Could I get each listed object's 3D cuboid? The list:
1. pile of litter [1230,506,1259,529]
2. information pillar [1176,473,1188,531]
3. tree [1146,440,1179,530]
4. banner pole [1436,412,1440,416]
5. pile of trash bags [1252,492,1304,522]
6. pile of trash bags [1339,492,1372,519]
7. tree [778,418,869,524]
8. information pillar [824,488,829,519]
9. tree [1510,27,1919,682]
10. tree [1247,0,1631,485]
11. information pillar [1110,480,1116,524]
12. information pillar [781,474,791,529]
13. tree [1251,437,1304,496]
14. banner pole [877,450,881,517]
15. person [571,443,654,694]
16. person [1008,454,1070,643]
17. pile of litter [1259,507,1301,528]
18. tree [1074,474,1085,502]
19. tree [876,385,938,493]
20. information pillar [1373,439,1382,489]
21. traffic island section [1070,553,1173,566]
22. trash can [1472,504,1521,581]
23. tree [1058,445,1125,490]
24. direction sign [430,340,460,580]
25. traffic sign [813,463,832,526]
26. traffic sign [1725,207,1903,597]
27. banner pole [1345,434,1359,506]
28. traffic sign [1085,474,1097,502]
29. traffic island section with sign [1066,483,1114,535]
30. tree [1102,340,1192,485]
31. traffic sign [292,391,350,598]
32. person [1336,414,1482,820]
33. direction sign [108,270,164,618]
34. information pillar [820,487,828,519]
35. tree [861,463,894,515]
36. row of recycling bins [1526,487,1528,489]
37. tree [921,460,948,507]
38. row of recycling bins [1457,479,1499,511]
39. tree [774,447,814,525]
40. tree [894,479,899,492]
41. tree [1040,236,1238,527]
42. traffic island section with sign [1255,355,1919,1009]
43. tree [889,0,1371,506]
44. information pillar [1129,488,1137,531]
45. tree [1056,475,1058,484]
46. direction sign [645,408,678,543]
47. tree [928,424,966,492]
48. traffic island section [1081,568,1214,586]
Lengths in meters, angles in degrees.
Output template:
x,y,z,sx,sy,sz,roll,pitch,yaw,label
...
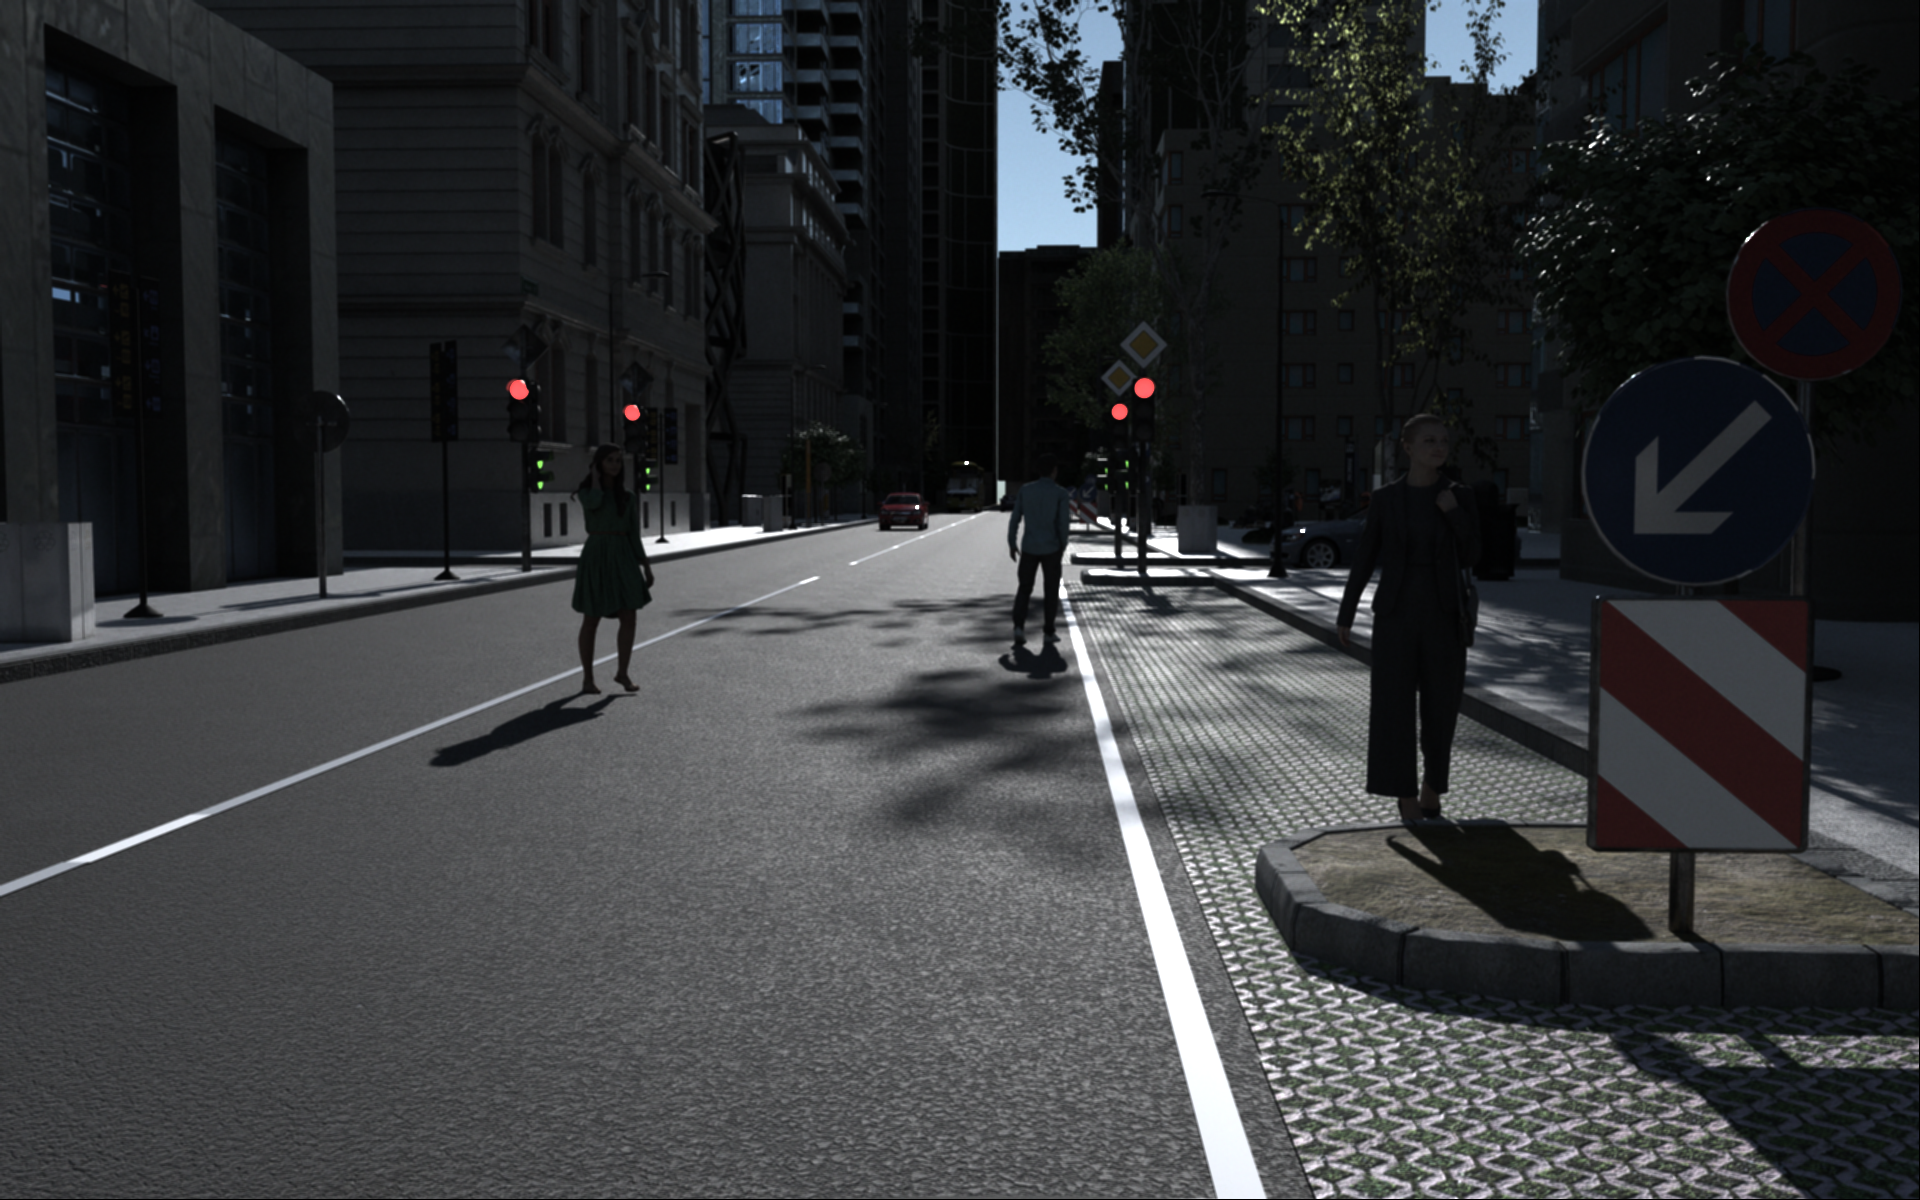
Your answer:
x,y,z,sx,sy,sz,roll,pitch,yaw,label
10.926,-3.098,64.614,1.719,0.858,1.176,1,4,10,pile of litter
7.704,-3.404,60.147,0.304,2.012,0.304,-1,4,-14,information pillar
7.456,-4.145,62.372,1.663,3.219,1.824,0,3,0,tree
14.289,-3.819,52.460,0.863,3.779,0.401,-2,4,-34,banner pole
15.012,-4.353,80.928,1.912,1.369,3.447,3,5,42,pile of trash bags
15.558,-3.480,66.658,1.912,1.369,3.447,1,4,14,pile of trash bags
-6.142,-5.559,74.605,4.285,4.588,4.351,0,3,0,tree
-6.857,-5.155,88.772,0.304,2.012,0.304,0,4,-7,information pillar
5.621,-1.753,12.380,4.285,4.588,4.351,0,3,0,tree
5.501,-4.328,21.130,4.360,8.622,3.978,0,3,0,tree
6.595,-4.258,74.109,0.304,2.012,0.304,1,4,15,information pillar
-6.463,-3.673,64.545,0.304,2.012,0.304,3,4,37,information pillar
10.693,-3.941,59.044,1.663,3.219,1.824,0,3,0,tree
-4.636,-6.671,99.085,0.401,3.779,0.863,-1,4,-17,banner pole
-2.525,-0.226,12.449,0.529,1.795,0.600,3,5,42,person
0.743,-0.500,16.692,0.660,1.820,0.620,1,4,20,person
10.797,-2.600,56.474,1.719,0.858,1.176,0,4,-1,pile of litter
10.334,-9.308,146.780,1.663,3.219,1.824,0,3,0,tree
-3.567,-10.235,117.705,4.360,8.622,3.978,0,3,0,tree
17.626,-5.006,73.201,0.504,3.616,0.183,-3,5,-40,information pillar
3.329,-0.852,36.216,2.009,0.180,2.903,0,4,2,traffic island section
7.935,-0.862,25.754,0.748,1.137,0.748,0,3,0,trash can
9.663,-8.134,116.703,4.285,4.588,4.351,0,3,0,tree
-7.695,-2.073,25.886,0.379,3.537,0.876,-3,5,-40,direction sign
-5.586,-4.292,70.275,0.768,2.556,0.104,1,4,10,traffic sign
3.800,-0.471,7.800,0.768,2.556,0.104,0,4,3,traffic sign
16.331,-5.016,72.026,0.401,3.779,0.863,-3,5,-41,banner pole
8.345,-6.743,110.359,0.768,2.556,0.104,1,4,9,traffic sign
4.369,-3.191,60.793,1.989,1.847,2.006,0,4,2,traffic island section with sign
8.626,-7.882,79.231,4.737,8.622,4.395,0,3,0,tree
-7.877,-1.299,21.342,0.768,2.556,0.104,1,4,9,traffic sign
1.957,0.087,7.492,0.576,1.772,0.534,0,4,-7,person
-8.530,-1.590,17.994,0.379,3.537,0.876,0,4,6,direction sign
-6.895,-5.879,87.477,0.504,3.616,0.183,3,4,38,information pillar
-5.336,-6.854,106.660,1.663,3.219,1.824,0,3,0,tree
27.838,-4.456,79.966,3.534,1.692,1.069,0,4,4,row of recycling bins
-2.075,-11.244,167.547,4.285,4.588,4.351,0,3,0,tree
13.543,-2.547,48.763,3.534,1.692,1.069,-1,4,-20,row of recycling bins
-7.032,-4.671,70.975,1.663,3.219,1.824,0,3,0,tree
-4.707,-7.257,113.253,1.663,3.219,1.824,0,3,0,tree
6.915,-8.745,68.734,9.928,11.665,9.643,0,3,0,tree
2.044,0.176,5.757,1.989,1.847,2.006,0,4,2,traffic island section with sign
5.058,-11.568,45.027,12.611,20.169,13.585,0,3,0,tree
6.164,-3.459,61.042,0.304,2.012,0.304,2,4,32,information pillar
11.753,-12.091,181.403,4.285,4.588,4.351,0,3,0,tree
-7.850,-3.275,45.551,0.876,3.537,0.379,-2,4,-26,direction sign
-1.260,-14.094,180.797,4.737,8.622,4.395,0,3,0,tree
2.991,-0.364,28.238,2.009,0.180,2.903,0,4,2,traffic island section
